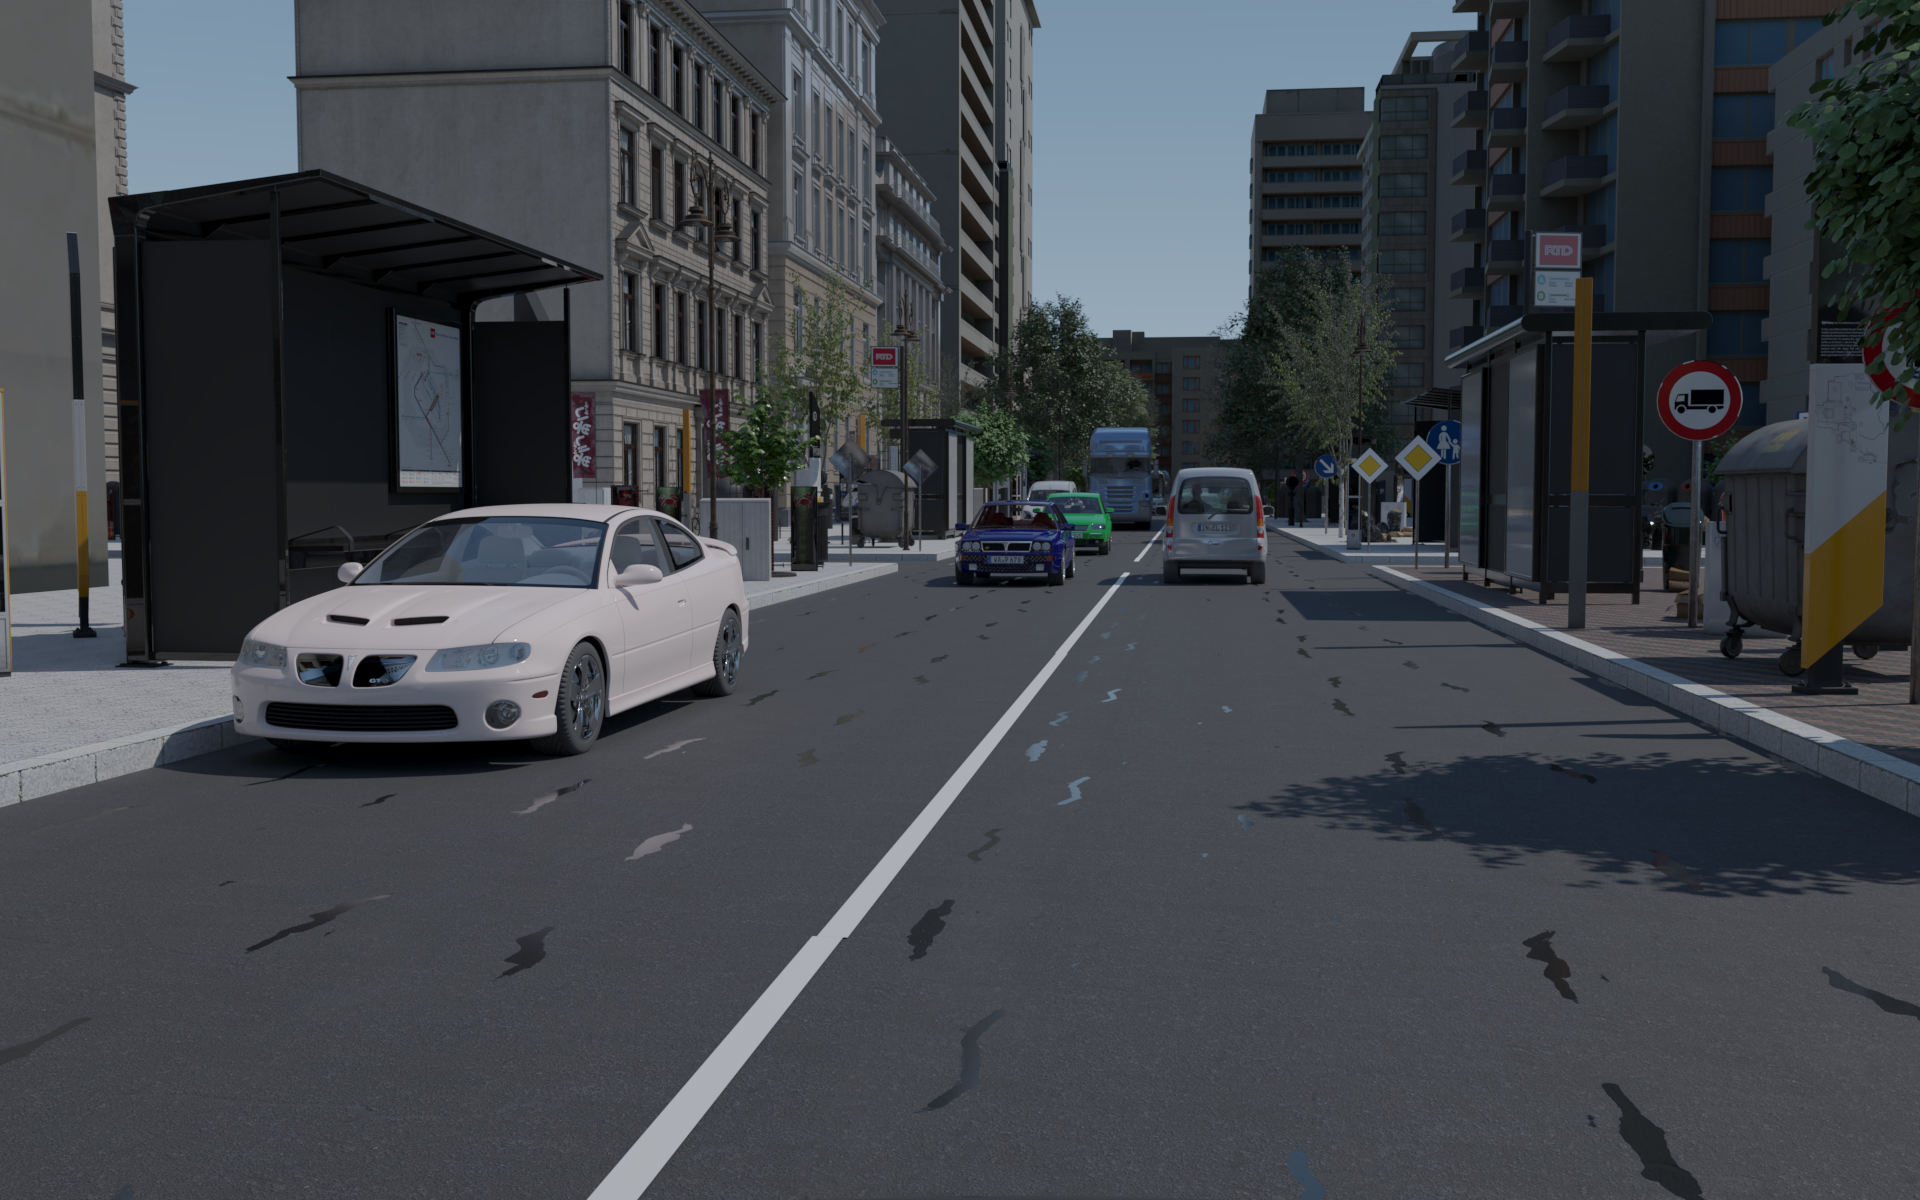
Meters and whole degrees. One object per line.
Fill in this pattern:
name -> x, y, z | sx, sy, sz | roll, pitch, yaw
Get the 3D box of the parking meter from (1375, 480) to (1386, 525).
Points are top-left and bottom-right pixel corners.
parking meter -> 17.242, -3.999, 71.099 | 0.399, 1.863, 0.255 | -1, 4, -16

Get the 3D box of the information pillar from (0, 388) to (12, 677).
information pillar -> -6.857, -0.466, 12.107 | 0.304, 2.012, 0.304 | -3, 5, -41

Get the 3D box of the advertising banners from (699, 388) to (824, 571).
advertising banners -> -3.306, -1.991, 28.734 | 2.074, 3.025, 0.090 | 0, 4, 4

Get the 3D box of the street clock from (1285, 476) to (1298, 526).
street clock -> 13.384, -3.995, 69.890 | 0.471, 2.002, 0.358 | -1, 4, -22

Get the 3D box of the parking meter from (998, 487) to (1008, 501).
parking meter -> 1.653, -3.554, 66.518 | 0.372, 1.533, 0.369 | 0, 3, 0

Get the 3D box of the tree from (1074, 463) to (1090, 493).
tree -> 8.474, -8.460, 122.031 | 4.285, 4.588, 4.351 | 0, 3, 0

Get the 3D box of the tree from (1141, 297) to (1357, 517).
tree -> 17.577, -11.303, 95.176 | 12.009, 13.543, 11.850 | 0, 3, 0

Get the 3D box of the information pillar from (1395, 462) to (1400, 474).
information pillar -> 28.001, -7.292, 110.581 | 0.504, 3.616, 0.183 | 2, 4, 33

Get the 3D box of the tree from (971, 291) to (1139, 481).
tree -> 5.409, -11.078, 98.138 | 9.611, 12.733, 9.660 | 0, 3, 0

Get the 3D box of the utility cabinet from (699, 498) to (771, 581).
utility cabinet -> -3.314, -0.882, 25.578 | 1.020, 1.237, 0.306 | 0, 4, 0

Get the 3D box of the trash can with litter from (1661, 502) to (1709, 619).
trash can with litter -> 7.793, -0.386, 17.691 | 1.055, 1.170, 0.624 | 2, 4, 32

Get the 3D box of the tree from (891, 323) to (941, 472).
tree -> -2.542, -7.436, 71.945 | 4.737, 8.622, 4.395 | 0, 3, 0

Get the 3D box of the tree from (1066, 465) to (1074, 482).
tree -> 2.800, -5.865, 79.605 | 4.285, 4.588, 4.351 | 0, 3, 0

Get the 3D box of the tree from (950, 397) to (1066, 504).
tree -> 0.822, -4.602, 58.957 | 4.285, 4.588, 4.351 | 0, 3, 0

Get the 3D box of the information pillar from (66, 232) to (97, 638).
information pillar -> -7.838, -1.471, 15.405 | 0.183, 3.616, 0.504 | -2, 4, -29

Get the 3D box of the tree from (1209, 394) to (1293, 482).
tree -> 24.378, -13.195, 141.492 | 9.928, 11.665, 9.643 | 0, 3, 0

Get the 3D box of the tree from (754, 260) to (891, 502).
tree -> -4.514, -6.405, 55.090 | 4.737, 8.622, 4.395 | 0, 3, 0

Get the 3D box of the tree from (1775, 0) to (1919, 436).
tree -> 5.610, -1.498, 8.199 | 4.285, 4.588, 4.351 | 0, 3, 0

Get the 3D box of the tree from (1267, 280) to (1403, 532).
tree -> 12.764, -6.637, 58.877 | 4.737, 8.622, 4.395 | 0, 3, 0

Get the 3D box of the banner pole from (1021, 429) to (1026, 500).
banner pole -> 2.439, -4.682, 66.564 | 0.401, 3.779, 0.863 | 1, 4, 15

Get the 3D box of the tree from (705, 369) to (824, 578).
tree -> -3.116, -1.984, 27.047 | 1.663, 3.219, 1.824 | 0, 3, 0

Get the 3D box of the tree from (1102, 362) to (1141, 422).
tree -> 14.812, -15.213, 159.105 | 12.009, 13.543, 11.850 | 0, 3, 0

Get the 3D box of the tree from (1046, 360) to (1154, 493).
tree -> 8.257, -10.833, 111.529 | 8.767, 10.594, 7.601 | 0, 4, 3

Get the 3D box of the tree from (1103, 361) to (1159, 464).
tree -> 13.160, -13.986, 146.791 | 7.486, 12.596, 7.792 | 0, 3, 0

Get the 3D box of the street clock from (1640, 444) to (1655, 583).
street clock -> 9.787, -1.256, 25.098 | 0.471, 2.002, 0.358 | -1, 4, -19

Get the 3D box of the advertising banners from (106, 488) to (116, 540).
advertising banners -> -23.772, -3.183, 48.232 | 2.074, 3.025, 0.090 | 0, 4, 2

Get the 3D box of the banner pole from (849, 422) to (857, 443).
banner pole -> -3.671, -4.295, 60.243 | 0.401, 3.779, 0.863 | -2, 4, -30

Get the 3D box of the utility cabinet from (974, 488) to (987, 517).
utility cabinet -> 0.422, -3.465, 65.324 | 1.173, 1.500, 0.318 | 1, 4, 16

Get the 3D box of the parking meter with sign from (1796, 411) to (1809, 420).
parking meter with sign -> 18.543, -2.465, 36.561 | 1.738, 3.016, 0.543 | -1, 4, -14

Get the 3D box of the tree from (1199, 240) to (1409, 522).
tree -> 15.483, -9.867, 78.332 | 9.611, 12.733, 9.660 | 0, 3, 0

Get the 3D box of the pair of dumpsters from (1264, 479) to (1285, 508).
pair of dumpsters -> 20.084, -6.545, 109.503 | 1.574, 2.255, 4.437 | 0, 4, 8

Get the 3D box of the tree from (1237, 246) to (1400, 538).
tree -> 10.970, -6.128, 50.557 | 4.360, 8.622, 3.978 | 0, 3, 0

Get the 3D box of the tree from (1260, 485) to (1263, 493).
tree -> 25.500, -9.443, 148.992 | 1.663, 3.219, 1.824 | 0, 3, 0

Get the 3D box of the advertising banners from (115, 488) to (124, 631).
advertising banners -> -7.299, -1.240, 16.459 | 0.090, 3.025, 2.074 | 1, 4, 10

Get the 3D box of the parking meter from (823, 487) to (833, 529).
parking meter -> -4.876, -3.389, 63.816 | 0.372, 1.533, 0.369 | 0, 3, 0

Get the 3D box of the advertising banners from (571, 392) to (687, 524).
advertising banners -> -5.771, -2.066, 29.963 | 2.074, 3.025, 0.090 | -1, 4, -19

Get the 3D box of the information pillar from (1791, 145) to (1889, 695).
information pillar -> 5.648, -1.204, 11.038 | 0.504, 3.616, 0.183 | 0, 4, 0

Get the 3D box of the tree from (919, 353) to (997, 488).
tree -> -0.133, -8.521, 89.677 | 4.360, 8.622, 3.978 | 0, 3, 0

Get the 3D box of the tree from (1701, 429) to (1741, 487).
tree -> 22.847, -3.463, 51.218 | 1.663, 3.219, 1.824 | 0, 3, 0

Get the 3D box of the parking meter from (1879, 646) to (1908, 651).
parking meter -> 7.652, -0.523, 14.266 | 0.399, 1.863, 0.255 | 1, 4, 18

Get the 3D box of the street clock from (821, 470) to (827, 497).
street clock -> -4.161, -2.841, 51.023 | 0.471, 2.002, 0.358 | 2, 4, 25

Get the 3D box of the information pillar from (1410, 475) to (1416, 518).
information pillar -> 18.896, -4.900, 71.469 | 0.183, 3.616, 0.504 | -1, 4, -12
